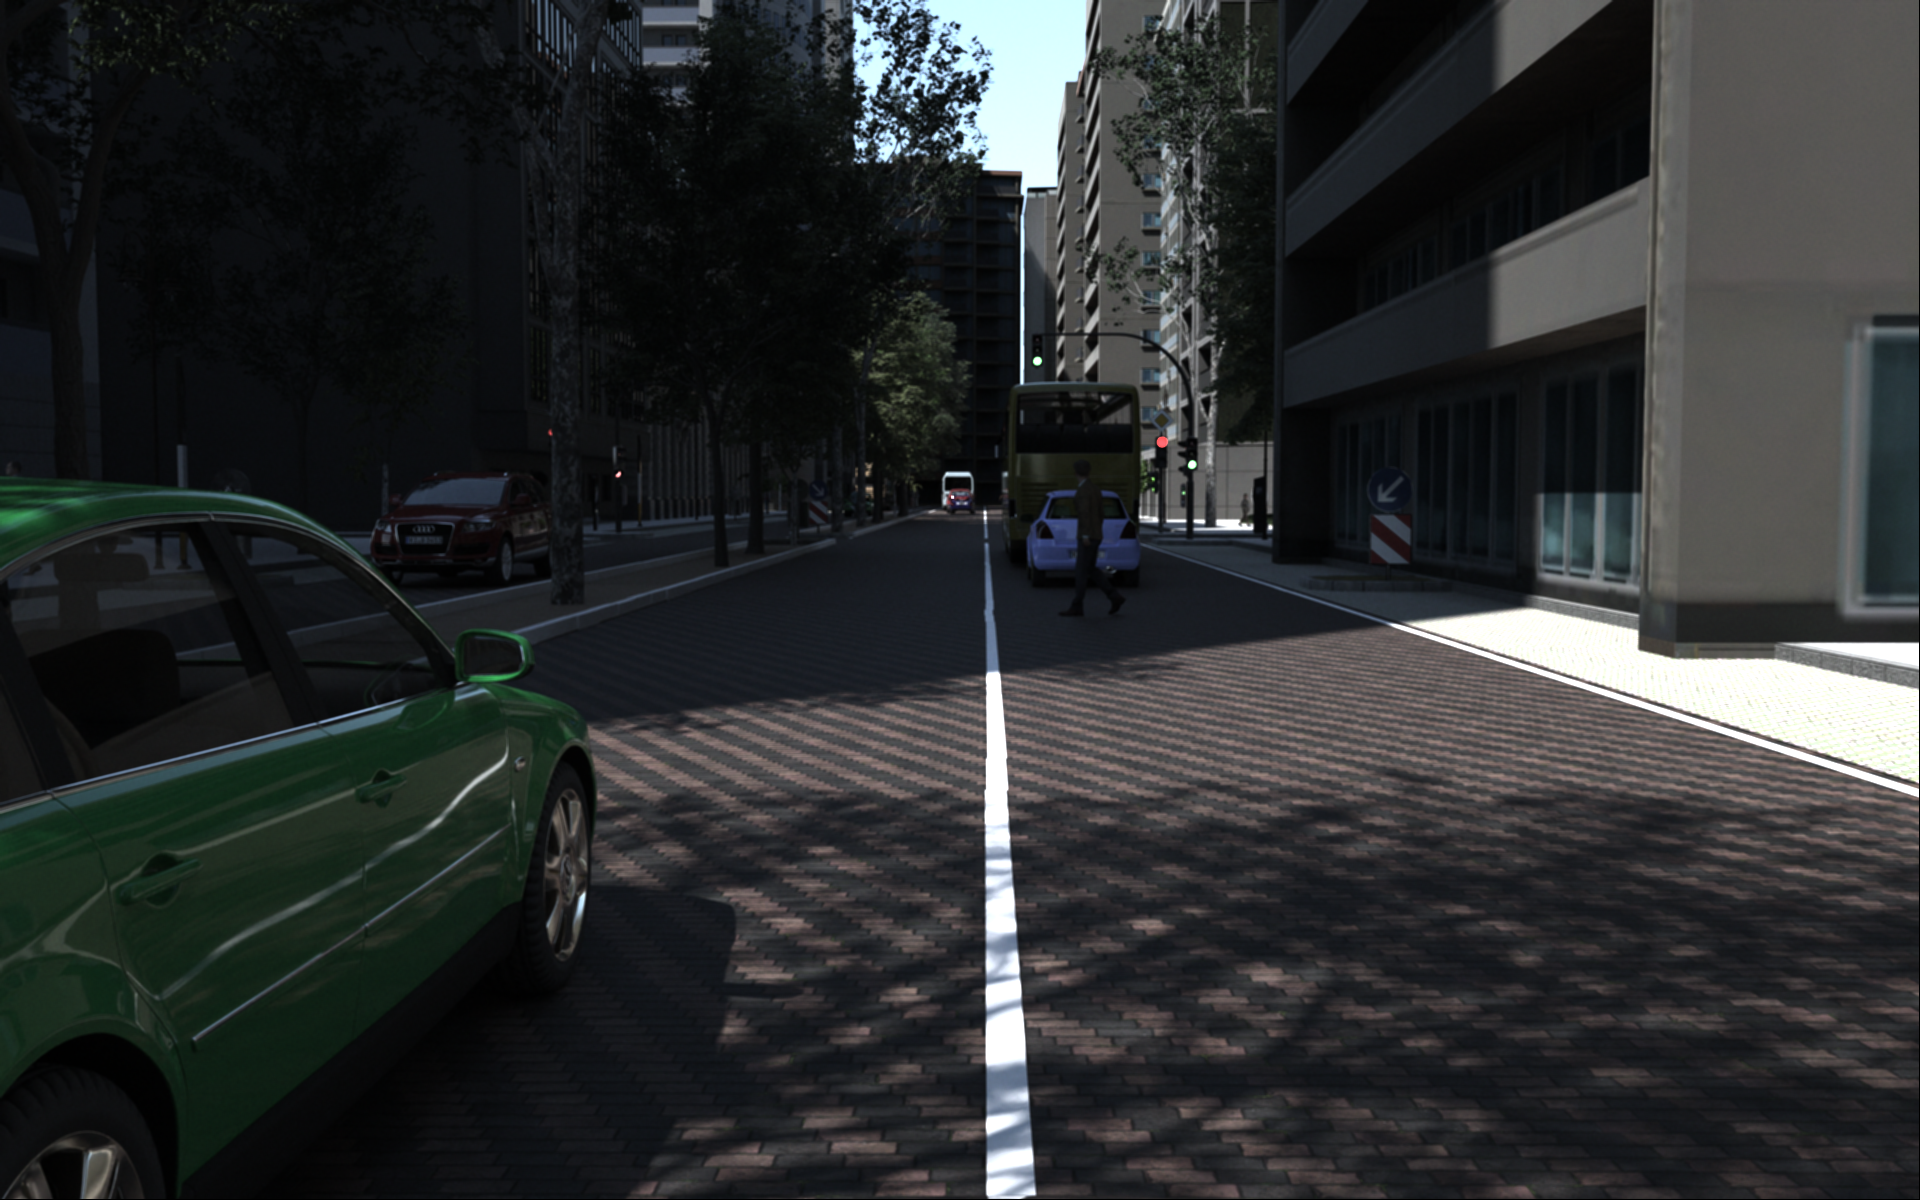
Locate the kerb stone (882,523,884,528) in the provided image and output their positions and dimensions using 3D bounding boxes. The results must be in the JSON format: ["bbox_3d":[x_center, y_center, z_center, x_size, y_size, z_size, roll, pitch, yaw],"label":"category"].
[{"bbox_3d":[-3.340,-3.020,71.573,0.120,0.150,1.000,0,4,1],"label":"kerb stone"}]

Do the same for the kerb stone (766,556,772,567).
[{"bbox_3d":[-3.870,-0.728,34.103,0.120,0.150,1.000,0,4,1],"label":"kerb stone"}]

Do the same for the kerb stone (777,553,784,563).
[{"bbox_3d":[-3.839,-0.854,36.152,0.120,0.150,1.000,0,4,1],"label":"kerb stone"}]

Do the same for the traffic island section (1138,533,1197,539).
[{"bbox_3d":[6.633,-2.126,57.036,2.009,0.180,2.903,0,4,1],"label":"traffic island section"}]

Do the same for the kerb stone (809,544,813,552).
[{"bbox_3d":[-3.756,-1.230,42.303,0.120,0.150,1.000,0,4,1],"label":"kerb stone"}]

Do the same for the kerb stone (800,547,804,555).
[{"bbox_3d":[-3.787,-1.104,40.245,0.120,0.150,1.000,0,4,1],"label":"kerb stone"}]

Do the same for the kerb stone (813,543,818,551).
[{"bbox_3d":[-3.736,-1.293,43.335,0.120,0.150,1.000,0,4,1],"label":"kerb stone"}]

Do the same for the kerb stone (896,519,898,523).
[{"bbox_3d":[-3.183,-3.709,82.840,0.120,0.150,1.000,0,4,1],"label":"kerb stone"}]

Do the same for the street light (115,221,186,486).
[{"bbox_3d":[-13.742,-3.472,29.550,0.468,5.910,1.993,0,4,1],"label":"street light"}]

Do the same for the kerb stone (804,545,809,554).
[{"bbox_3d":[-3.775,-1.166,41.275,0.120,0.150,1.000,0,4,1],"label":"kerb stone"}]

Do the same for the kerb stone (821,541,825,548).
[{"bbox_3d":[-3.710,-1.418,45.384,0.120,0.150,1.000,0,4,1],"label":"kerb stone"}]

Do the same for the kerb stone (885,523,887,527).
[{"bbox_3d":[-3.317,-3.145,73.617,0.120,0.150,1.000,0,4,1],"label":"kerb stone"}]

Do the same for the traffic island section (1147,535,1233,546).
[{"bbox_3d":[6.521,-1.637,49.051,2.009,0.180,2.903,0,4,1],"label":"traffic island section"}]

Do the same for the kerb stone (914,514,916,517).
[{"bbox_3d":[-2.889,-5.024,104.374,0.120,0.150,1.000,0,4,1],"label":"kerb stone"}]

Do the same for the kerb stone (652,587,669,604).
[{"bbox_3d":[-4.029,-0.040,22.854,0.120,0.150,1.000,0,4,1],"label":"kerb stone"}]

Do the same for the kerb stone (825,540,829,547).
[{"bbox_3d":[-3.696,-1.481,46.406,0.120,0.150,1.000,0,4,1],"label":"kerb stone"}]

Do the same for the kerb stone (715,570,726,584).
[{"bbox_3d":[-3.955,-0.353,27.969,0.120,0.150,1.000,0,4,1],"label":"kerb stone"}]

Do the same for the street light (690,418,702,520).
[{"bbox_3d":[-13.020,-6.891,85.454,0.468,5.910,1.993,0,4,1],"label":"street light"}]

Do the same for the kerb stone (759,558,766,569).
[{"bbox_3d":[-3.885,-0.662,33.082,0.120,0.150,1.000,0,4,1],"label":"kerb stone"}]

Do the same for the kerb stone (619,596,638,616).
[{"bbox_3d":[-4.056,0.093,20.811,0.120,0.150,1.000,0,4,1],"label":"kerb stone"}]

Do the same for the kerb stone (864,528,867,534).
[{"bbox_3d":[-3.484,-2.386,61.305,0.120,0.150,1.000,0,4,1],"label":"kerb stone"}]

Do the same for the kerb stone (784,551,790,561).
[{"bbox_3d":[-3.829,-0.916,37.176,0.120,0.150,1.000,0,4,1],"label":"kerb stone"}]

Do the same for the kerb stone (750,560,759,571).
[{"bbox_3d":[-3.902,-0.603,32.060,0.120,0.150,1.000,0,4,1],"label":"kerb stone"}]

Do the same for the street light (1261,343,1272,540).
[{"bbox_3d":[8.572,-4.633,48.545,0.468,5.910,1.993,0,4,1],"label":"street light"}]

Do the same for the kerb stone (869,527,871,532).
[{"bbox_3d":[-3.454,-2.517,63.373,0.120,0.150,1.000,0,4,1],"label":"kerb stone"}]

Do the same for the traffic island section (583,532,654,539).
[{"bbox_3d":[-11.306,-2.141,57.291,2.009,0.180,2.903,0,4,1],"label":"traffic island section"}]

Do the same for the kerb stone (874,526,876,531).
[{"bbox_3d":[-3.420,-2.706,66.444,0.120,0.150,1.000,0,4,1],"label":"kerb stone"}]

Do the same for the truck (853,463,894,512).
[{"bbox_3d":[-7.183,-9.584,145.604,2.839,4.237,11.283,0,4,2],"label":"truck"}]

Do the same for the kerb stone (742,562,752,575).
[{"bbox_3d":[-3.909,-0.539,31.038,0.120,0.150,1.000,0,4,1],"label":"kerb stone"}]

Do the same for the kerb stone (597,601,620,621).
[{"bbox_3d":[-4.076,0.147,19.784,0.120,0.150,1.000,0,4,1],"label":"kerb stone"}]

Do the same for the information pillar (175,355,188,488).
[{"bbox_3d":[-13.243,-2.333,29.494,0.183,3.616,0.504,-1,4,-16],"label":"information pillar"}]

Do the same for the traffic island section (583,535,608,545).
[{"bbox_3d":[-11.418,-1.653,49.306,2.009,0.180,2.903,0,4,1],"label":"traffic island section"}]

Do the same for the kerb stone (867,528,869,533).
[{"bbox_3d":[-3.477,-2.456,62.351,0.120,0.150,1.000,0,4,1],"label":"kerb stone"}]

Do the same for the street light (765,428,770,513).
[{"bbox_3d":[-12.563,-8.580,113.076,0.468,5.910,1.993,0,4,1],"label":"street light"}]

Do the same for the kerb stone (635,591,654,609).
[{"bbox_3d":[-4.051,0.023,21.832,0.120,0.150,1.000,0,4,1],"label":"kerb stone"}]

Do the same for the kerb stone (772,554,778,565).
[{"bbox_3d":[-3.855,-0.788,35.126,0.120,0.150,1.000,0,4,1],"label":"kerb stone"}]

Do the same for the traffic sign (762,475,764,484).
[{"bbox_3d":[-12.311,-6.444,105.468,0.768,2.556,0.104,1,4,10],"label":"traffic sign"}]

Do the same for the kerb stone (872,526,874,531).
[{"bbox_3d":[-3.425,-2.644,65.420,0.120,0.150,1.000,0,4,1],"label":"kerb stone"}]

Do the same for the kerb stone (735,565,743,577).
[{"bbox_3d":[-3.926,-0.478,30.016,0.120,0.150,1.000,0,4,1],"label":"kerb stone"}]

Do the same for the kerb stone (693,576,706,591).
[{"bbox_3d":[-3.986,-0.221,25.925,0.120,0.150,1.000,0,4,1],"label":"kerb stone"}]

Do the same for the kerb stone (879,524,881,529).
[{"bbox_3d":[-3.377,-2.892,69.518,0.120,0.150,1.000,0,4,1],"label":"kerb stone"}]

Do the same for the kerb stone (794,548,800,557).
[{"bbox_3d":[-3.796,-1.041,39.223,0.120,0.150,1.000,0,4,1],"label":"kerb stone"}]

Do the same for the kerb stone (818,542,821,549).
[{"bbox_3d":[-3.729,-1.355,44.357,0.120,0.150,1.000,0,4,1],"label":"kerb stone"}]

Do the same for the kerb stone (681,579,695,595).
[{"bbox_3d":[-3.992,-0.164,24.897,0.120,0.150,1.000,0,4,1],"label":"kerb stone"}]

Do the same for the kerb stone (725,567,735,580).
[{"bbox_3d":[-3.945,-0.414,28.994,0.120,0.150,1.000,0,4,1],"label":"kerb stone"}]

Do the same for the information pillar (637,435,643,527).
[{"bbox_3d":[-12.667,-4.719,68.506,0.183,3.616,0.504,0,4,-3],"label":"information pillar"}]

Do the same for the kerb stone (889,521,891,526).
[{"bbox_3d":[-3.272,-3.333,76.691,0.120,0.150,1.000,0,4,1],"label":"kerb stone"}]

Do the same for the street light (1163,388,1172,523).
[{"bbox_3d":[8.939,-6.279,75.456,0.468,5.910,1.993,0,4,1],"label":"street light"}]

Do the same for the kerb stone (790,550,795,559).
[{"bbox_3d":[-3.810,-0.978,38.201,0.120,0.150,1.000,0,4,1],"label":"kerb stone"}]

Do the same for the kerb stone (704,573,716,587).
[{"bbox_3d":[-3.972,-0.290,26.947,0.120,0.150,1.000,0,4,1],"label":"kerb stone"}]

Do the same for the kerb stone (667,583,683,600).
[{"bbox_3d":[-4.001,-0.103,23.875,0.120,0.150,1.000,0,4,1],"label":"kerb stone"}]

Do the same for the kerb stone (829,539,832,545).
[{"bbox_3d":[-3.683,-1.542,47.428,0.120,0.150,1.000,0,4,1],"label":"kerb stone"}]

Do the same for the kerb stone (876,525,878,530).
[{"bbox_3d":[-3.399,-2.769,67.466,0.120,0.150,1.000,0,4,1],"label":"kerb stone"}]

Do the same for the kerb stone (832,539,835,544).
[{"bbox_3d":[-3.670,-1.600,48.451,0.120,0.150,1.000,0,4,1],"label":"kerb stone"}]

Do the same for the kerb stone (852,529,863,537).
[{"bbox_3d":[-3.511,-2.259,59.251,0.120,0.150,1.000,0,4,1],"label":"kerb stone"}]
